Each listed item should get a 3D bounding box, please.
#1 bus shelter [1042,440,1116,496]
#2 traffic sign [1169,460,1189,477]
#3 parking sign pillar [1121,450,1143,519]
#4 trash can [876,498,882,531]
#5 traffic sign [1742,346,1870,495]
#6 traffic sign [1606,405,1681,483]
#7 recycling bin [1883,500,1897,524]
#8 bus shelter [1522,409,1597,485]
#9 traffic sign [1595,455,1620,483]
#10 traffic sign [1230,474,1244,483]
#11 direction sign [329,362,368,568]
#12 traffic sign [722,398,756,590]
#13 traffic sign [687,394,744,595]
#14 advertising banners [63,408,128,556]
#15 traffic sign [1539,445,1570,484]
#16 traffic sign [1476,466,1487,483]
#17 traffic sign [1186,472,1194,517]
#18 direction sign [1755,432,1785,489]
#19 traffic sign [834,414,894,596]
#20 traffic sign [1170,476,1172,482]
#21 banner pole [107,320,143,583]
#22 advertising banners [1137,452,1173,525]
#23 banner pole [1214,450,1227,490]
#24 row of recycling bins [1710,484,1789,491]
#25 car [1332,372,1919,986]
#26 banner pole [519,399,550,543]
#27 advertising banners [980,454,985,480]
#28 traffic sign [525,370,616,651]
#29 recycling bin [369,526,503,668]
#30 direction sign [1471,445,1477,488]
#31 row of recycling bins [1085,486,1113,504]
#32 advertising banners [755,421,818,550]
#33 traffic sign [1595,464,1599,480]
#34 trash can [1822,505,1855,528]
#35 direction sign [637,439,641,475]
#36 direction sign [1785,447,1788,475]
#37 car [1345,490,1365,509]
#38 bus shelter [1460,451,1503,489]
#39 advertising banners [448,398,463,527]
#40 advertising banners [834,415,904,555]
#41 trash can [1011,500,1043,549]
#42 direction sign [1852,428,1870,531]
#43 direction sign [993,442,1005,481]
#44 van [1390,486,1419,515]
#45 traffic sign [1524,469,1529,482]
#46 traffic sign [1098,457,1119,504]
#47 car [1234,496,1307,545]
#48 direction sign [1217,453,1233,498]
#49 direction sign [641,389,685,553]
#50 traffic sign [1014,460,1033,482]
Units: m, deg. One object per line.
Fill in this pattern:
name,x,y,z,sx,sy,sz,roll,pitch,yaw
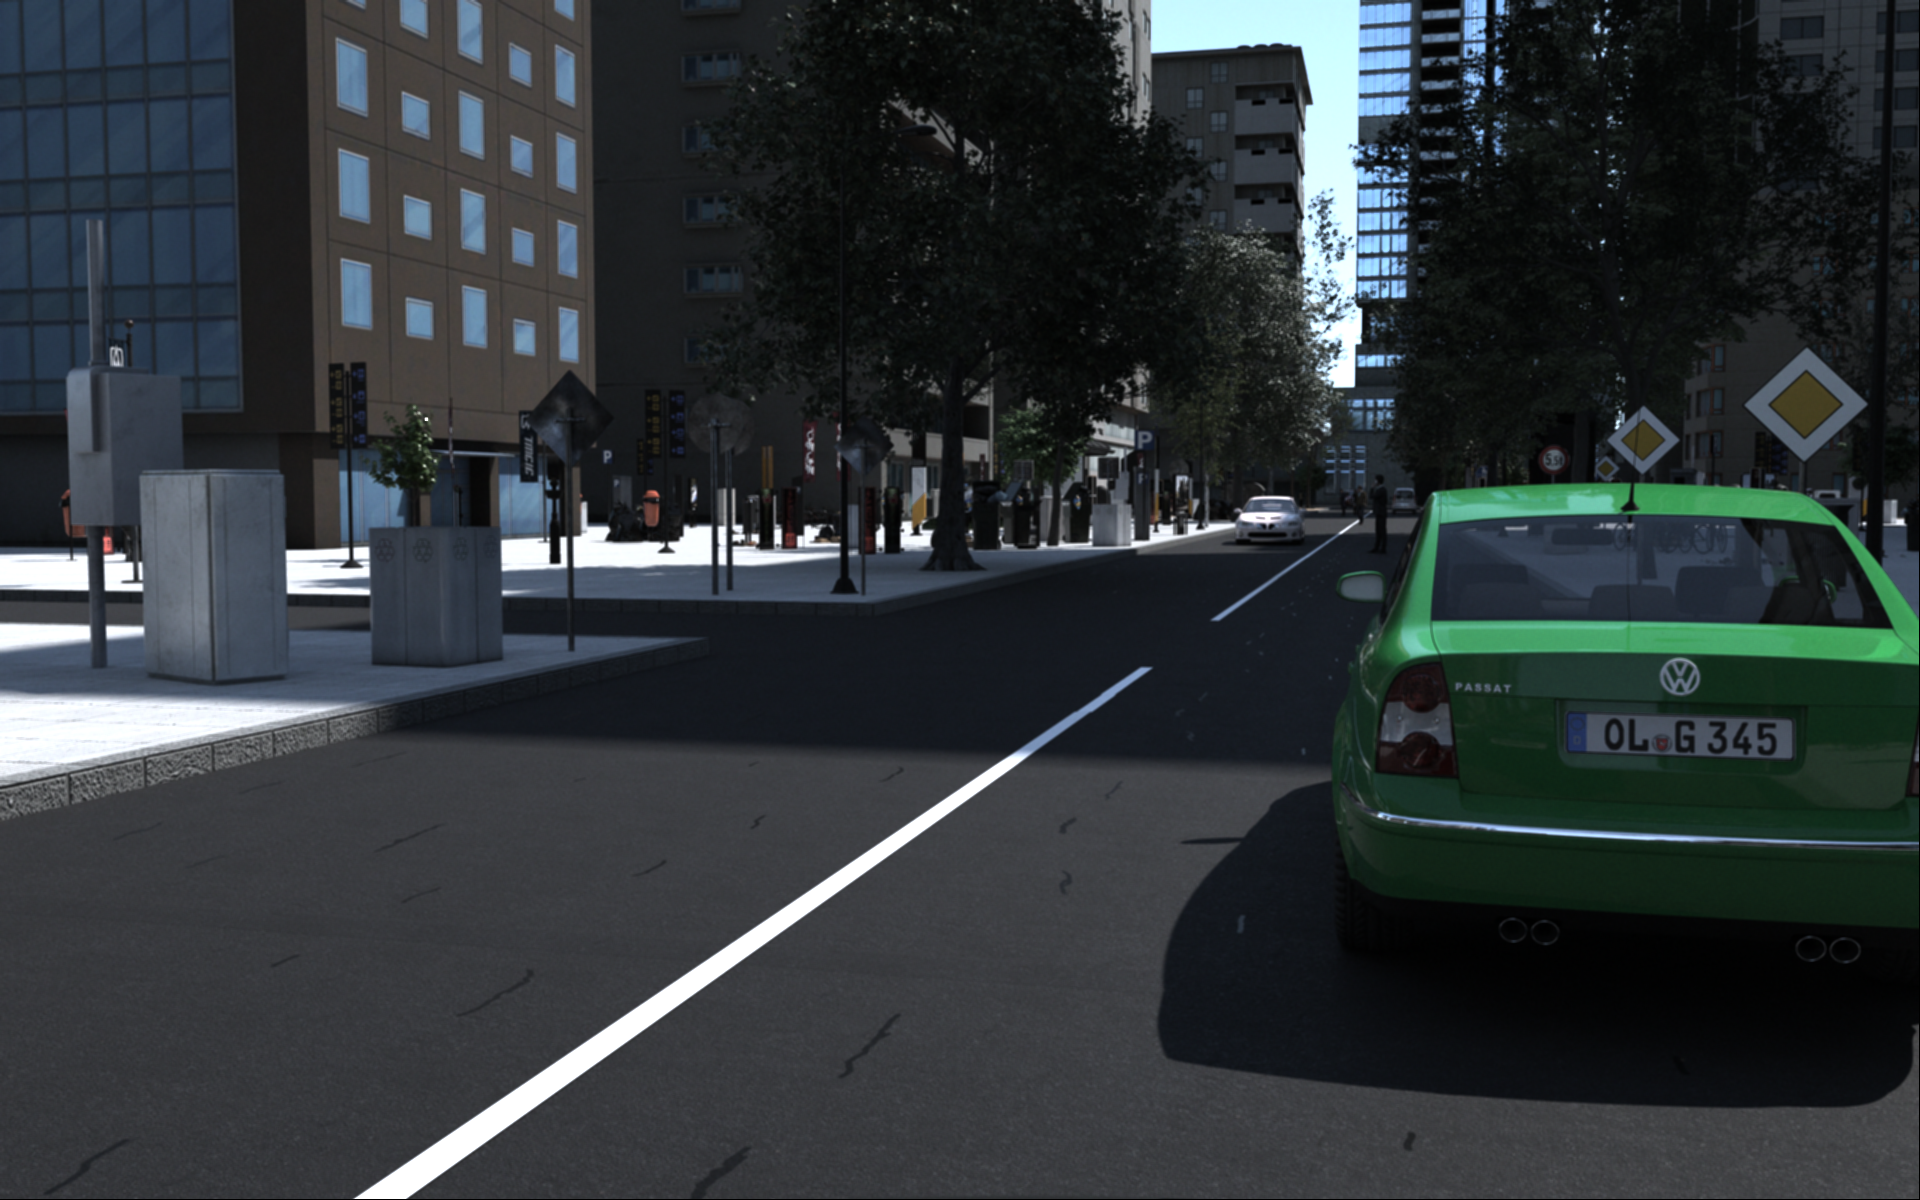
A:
bus shelter,4.060,-4.111,61.141,2.014,3.302,5.546,1,4,14
traffic sign,8.055,-3.900,63.875,0.768,2.556,0.104,1,4,19
parking sign pillar,9.069,-6.242,90.534,1.447,3.967,1.447,1,4,13
trash can,-3.055,-2.932,59.589,0.748,1.137,0.748,0,3,0
traffic sign,5.740,-0.500,11.824,0.795,2.450,0.064,1,4,14
traffic sign,7.693,-0.974,19.567,0.795,2.450,0.064,1,4,14
recycling bin,40.031,-3.815,74.929,0.722,1.027,0.722,-3,5,-43
bus shelter,16.896,-3.542,49.190,1.731,3.624,6.357,1,4,14
traffic sign,19.195,-3.079,51.525,0.795,2.450,0.064,1,4,16
traffic sign,14.521,-5.558,90.985,0.768,2.556,0.104,1,4,19
direction sign,-10.571,-2.324,29.989,0.876,3.537,0.379,2,4,28
traffic sign,-3.072,-1.403,23.037,0.768,2.556,0.104,1,4,20
traffic sign,-3.116,-1.338,21.981,0.768,2.556,0.104,1,4,15
advertising banners,-17.983,-2.458,36.382,0.090,3.025,2.074,1,4,16
traffic sign,15.489,-2.759,45.215,0.768,2.556,0.104,1,4,18
traffic sign,23.684,-4.779,78.241,0.768,2.556,0.104,1,4,16
traffic sign,11.728,-5.475,89.620,0.768,2.556,0.104,1,4,17
direction sign,29.330,-4.338,62.916,0.876,3.537,0.379,2,4,32
traffic sign,-1.218,-1.112,21.827,0.795,2.450,0.064,1,4,14
traffic sign,11.867,-5.796,94.868,0.768,2.556,0.104,1,4,22
banner pole,-11.925,-2.123,24.731,0.401,3.779,0.863,0,4,0
advertising banners,8.100,-4.648,72.189,0.090,3.025,2.074,-3,4,-39
banner pole,14.435,-6.451,95.490,0.863,3.779,0.401,1,4,15
row of recycling bins,33.758,-4.120,74.469,3.534,1.692,1.069,0,4,2
car,2.395,0.137,6.561,1.959,1.807,4.718,1,4,15
banner pole,-11.223,-3.411,45.779,0.863,3.779,0.401,-1,4,-9
advertising banners,0.660,-4.913,76.512,0.090,3.025,2.074,-2,4,-24
traffic sign,-3.171,-0.639,14.084,0.795,2.450,0.064,1,4,14
recycling bin,-3.984,-0.039,13.195,0.722,1.027,0.722,1,4,21
direction sign,23.626,-5.363,79.682,0.379,3.537,0.876,2,4,32
row of recycling bins,6.607,-4.867,86.687,3.534,1.692,1.069,0,4,-8
advertising banners,-3.982,-2.688,40.140,0.090,3.025,2.074,3,4,38
traffic sign,25.957,-4.358,71.366,0.768,2.556,0.104,1,4,16
trash can,11.436,-0.693,22.984,0.748,1.137,0.748,0,3,0
direction sign,-12.953,-4.850,71.289,0.379,3.537,0.876,2,4,35
direction sign,34.329,-4.947,72.877,0.876,3.537,0.379,2,4,33
car,37.327,-9.510,164.162,2.281,1.827,5.304,1,4,12
bus shelter,24.977,-5.431,82.715,2.014,3.302,5.546,1,4,14
advertising banners,-9.025,-2.128,30.977,0.090,3.025,2.074,-1,4,-20
advertising banners,-1.947,-2.480,36.728,0.090,3.025,2.074,3,5,43
trash can,1.564,-1.756,40.369,0.748,1.137,0.748,0,3,0
direction sign,30.975,-4.124,59.428,0.876,3.537,0.379,-1,4,-17
direction sign,1.624,-4.927,72.549,0.379,3.537,0.876,2,4,34
van,31.211,-7.013,121.668,2.013,2.044,4.112,1,4,14
traffic sign,28.572,-5.354,87.641,0.768,2.556,0.104,1,4,23
traffic sign,4.097,-2.796,47.850,0.606,2.300,0.079,1,4,20
car,9.054,-2.326,50.395,2.083,1.381,4.827,1,4,13
direction sign,13.653,-5.938,89.078,0.876,3.537,0.379,1,4,18
direction sign,-6.404,-2.794,37.683,0.876,3.537,0.379,-2,4,-25
traffic sign,1.894,-3.051,52.019,0.606,2.300,0.079,1,4,20
